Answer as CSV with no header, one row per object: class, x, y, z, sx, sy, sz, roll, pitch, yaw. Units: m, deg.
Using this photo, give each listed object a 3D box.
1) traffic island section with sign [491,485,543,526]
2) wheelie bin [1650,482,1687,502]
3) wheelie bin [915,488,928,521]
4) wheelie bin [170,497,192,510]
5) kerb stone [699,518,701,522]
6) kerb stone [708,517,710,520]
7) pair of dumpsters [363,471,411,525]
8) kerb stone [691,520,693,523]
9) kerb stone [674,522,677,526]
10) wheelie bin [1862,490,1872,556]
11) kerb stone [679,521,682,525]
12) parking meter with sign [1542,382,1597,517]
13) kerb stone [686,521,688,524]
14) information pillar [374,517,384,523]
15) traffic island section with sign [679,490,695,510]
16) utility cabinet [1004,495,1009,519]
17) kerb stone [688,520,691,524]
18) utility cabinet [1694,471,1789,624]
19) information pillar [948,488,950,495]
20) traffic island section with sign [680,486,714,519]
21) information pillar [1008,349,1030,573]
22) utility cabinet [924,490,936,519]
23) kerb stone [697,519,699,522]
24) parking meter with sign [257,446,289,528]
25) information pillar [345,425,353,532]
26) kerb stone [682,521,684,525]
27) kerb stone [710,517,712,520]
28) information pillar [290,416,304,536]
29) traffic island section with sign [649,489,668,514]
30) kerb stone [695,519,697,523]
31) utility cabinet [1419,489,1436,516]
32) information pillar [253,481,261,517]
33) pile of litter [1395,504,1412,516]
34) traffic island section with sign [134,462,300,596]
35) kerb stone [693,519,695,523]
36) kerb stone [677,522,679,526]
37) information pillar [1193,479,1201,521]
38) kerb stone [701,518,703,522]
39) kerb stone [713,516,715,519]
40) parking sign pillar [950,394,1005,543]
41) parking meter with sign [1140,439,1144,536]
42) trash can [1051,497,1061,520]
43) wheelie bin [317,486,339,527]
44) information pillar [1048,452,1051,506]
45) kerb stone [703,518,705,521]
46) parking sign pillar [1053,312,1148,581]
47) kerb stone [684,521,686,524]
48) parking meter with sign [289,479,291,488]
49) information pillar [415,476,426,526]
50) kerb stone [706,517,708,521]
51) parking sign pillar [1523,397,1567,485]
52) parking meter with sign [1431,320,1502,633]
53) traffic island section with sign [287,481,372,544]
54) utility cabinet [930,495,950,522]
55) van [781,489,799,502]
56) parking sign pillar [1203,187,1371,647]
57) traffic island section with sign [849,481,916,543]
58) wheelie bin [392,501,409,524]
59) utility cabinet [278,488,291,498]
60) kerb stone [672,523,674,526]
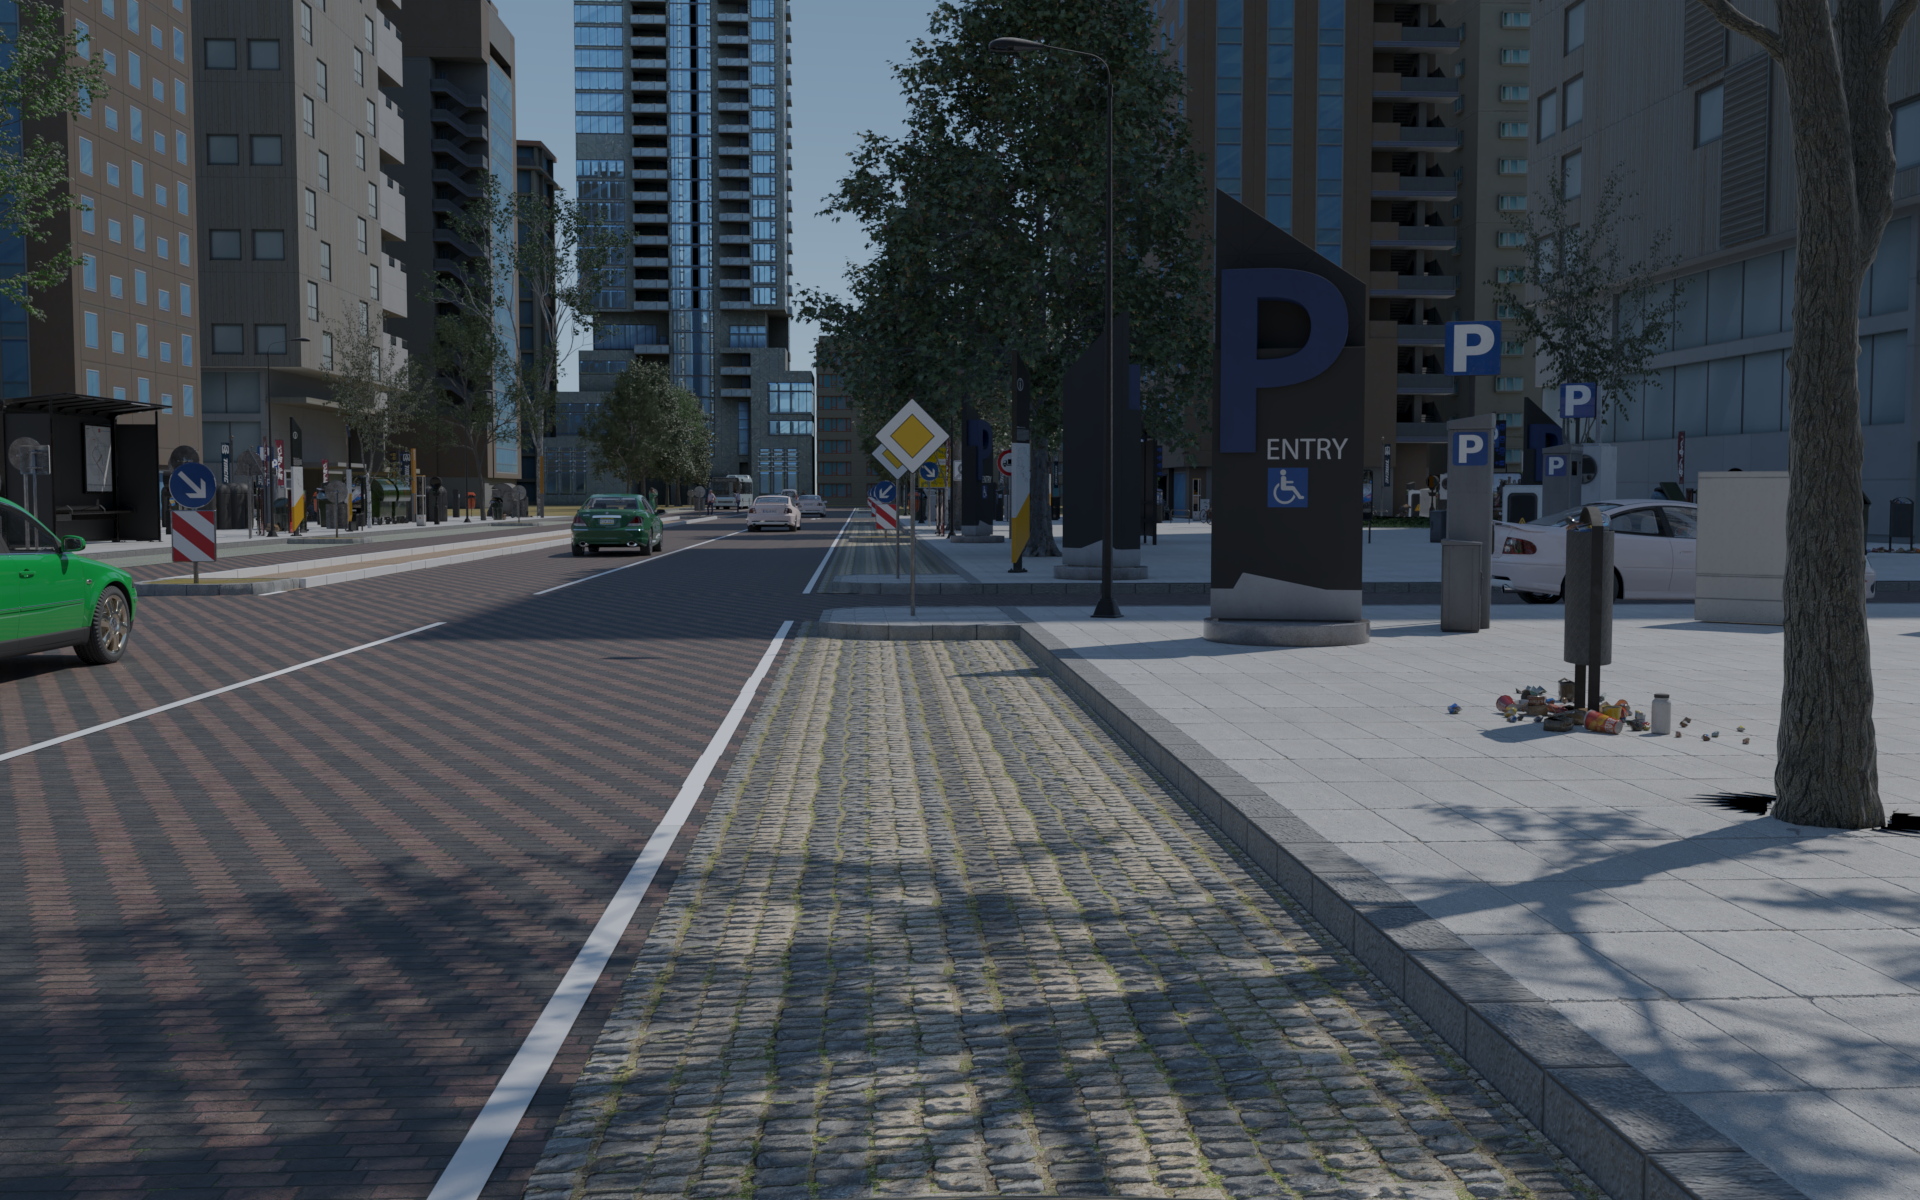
traffic island section with sign,-19.695,-4.192,77.159,1.989,1.847,2.006,0,4,-3
wheelie bin,18.519,-2.292,45.375,0.980,1.594,0.693,-2,4,-29
wheelie bin,-1.993,-4.617,83.393,0.693,1.594,0.980,-3,4,-38
wheelie bin,-26.310,-3.113,58.810,0.693,1.594,0.980,2,4,23
kerb stone,-13.428,-4.034,88.156,0.120,0.150,1.000,0,4,-3
kerb stone,-13.709,-4.347,93.275,0.120,0.150,1.000,0,4,-3
pair of dumpsters,-24.335,-4.287,72.590,1.574,2.255,4.437,0,4,-3
kerb stone,-13.192,-3.776,84.055,0.120,0.150,1.000,0,4,-3
kerb stone,-12.800,-3.346,76.896,0.120,0.150,1.000,0,4,-3
wheelie bin,18.005,-1.656,34.983,0.693,1.594,0.980,2,4,26
kerb stone,-12.913,-3.471,78.945,0.120,0.150,1.000,0,4,-3
parking meter with sign,9.209,-1.853,26.563,0.543,3.016,1.738,3,4,36
kerb stone,-13.087,-3.658,82.007,0.120,0.150,1.000,0,4,-3
information pillar,-25.992,-4.464,77.473,0.304,2.012,0.304,1,4,21
traffic island section with sign,-24.015,-8.943,154.849,1.989,1.847,2.006,0,4,-3
utility cabinet,2.755,-4.676,87.609,1.020,1.237,0.306,-1,4,-11
kerb stone,-13.142,-3.720,83.028,0.120,0.150,1.000,0,4,-3
utility cabinet,7.892,-0.510,17.018,1.173,1.500,0.318,3,5,40
information pillar,-0.370,-5.518,81.575,0.504,3.616,0.183,1,4,10
traffic island section with sign,-15.153,-5.641,100.371,2.006,1.907,1.989,0,4,-3
information pillar,0.983,-2.257,28.249,0.183,3.616,0.504,2,4,30
utility cabinet,-1.666,-4.743,86.221,1.173,1.500,0.318,-3,5,-42
kerb stone,-13.365,-3.972,87.136,0.120,0.150,1.000,0,4,-3
parking meter with sign,-25.434,-4.144,64.012,0.543,3.016,1.738,-1,4,-8
information pillar,-20.728,-4.122,58.746,0.183,3.616,0.504,-2,4,-28
kerb stone,-12.969,-3.532,79.966,0.120,0.150,1.000,0,4,-3
kerb stone,-13.765,-4.410,94.299,0.120,0.150,1.000,0,4,-3
information pillar,-20.129,-3.743,52.551,0.183,3.616,0.504,1,4,13
traffic island section with sign,-22.466,-7.238,126.973,1.989,1.847,2.006,0,4,-3
kerb stone,-13.310,-3.909,86.111,0.120,0.150,1.000,0,4,-3
utility cabinet,18.926,-3.760,70.152,0.318,1.500,1.173,0,4,-2
information pillar,-38.689,-5.556,95.327,0.304,2.012,0.304,1,4,19
pile of litter,18.940,-3.689,74.280,1.176,0.858,1.719,-2,4,-23
traffic island section with sign,-10.971,-1.053,25.349,2.006,1.907,1.989,0,4,-3
kerb stone,-13.259,-3.842,85.088,0.120,0.150,1.000,0,4,-3
kerb stone,-12.860,-3.401,77.925,0.120,0.150,1.000,0,4,-3
information pillar,11.264,-4.767,82.436,0.304,2.012,0.304,2,4,27
kerb stone,-13.488,-4.097,89.182,0.120,0.150,1.000,0,4,-3
kerb stone,-13.874,-4.535,96.340,0.120,0.150,1.000,0,4,-3
parking sign pillar,0.463,-3.504,45.756,1.447,3.967,1.447,1,4,21
parking meter with sign,5.513,-3.507,53.604,0.543,3.016,1.738,1,4,9
trash can,4.590,-4.459,84.552,0.748,1.137,0.748,0,3,0
wheelie bin,-24.389,-3.606,66.865,0.693,1.594,0.980,0,4,6
information pillar,3.497,-4.910,71.635,0.504,3.616,0.183,1,4,18
kerb stone,-13.542,-4.160,90.205,0.120,0.150,1.000,0,4,-3
parking sign pillar,2.146,-2.313,26.287,1.447,3.967,1.447,-3,5,-39
kerb stone,-13.028,-3.591,80.987,0.120,0.150,1.000,0,4,-3
parking meter with sign,-32.991,-5.436,85.144,1.738,3.016,0.543,1,4,16
information pillar,-21.402,-3.930,68.740,0.304,2.012,0.304,0,4,-1
kerb stone,-13.653,-4.284,92.251,0.120,0.150,1.000,0,4,-3
parking sign pillar,16.337,-3.658,48.283,1.447,3.967,1.447,-2,4,-24
parking meter with sign,4.915,-1.253,16.750,0.543,3.016,1.738,1,4,18
traffic island section with sign,-18.202,-2.545,50.245,1.989,1.847,2.006,0,4,-3
utility cabinet,-0.910,-4.254,80.716,1.020,1.237,0.306,1,4,11
van,-15.573,-9.264,158.485,2.013,2.044,4.112,0,4,-3
parking sign pillar,2.867,-1.630,15.116,1.447,3.967,1.447,1,4,12
traffic island section with sign,-2.324,-2.628,51.601,1.989,1.847,2.006,0,4,-3
wheelie bin,-24.455,-4.137,75.553,0.980,1.594,0.693,3,5,39
utility cabinet,-35.716,-5.060,91.416,1.173,1.500,0.318,-2,4,-32
kerb stone,-12.736,-3.280,75.876,0.120,0.150,1.000,0,4,-3
